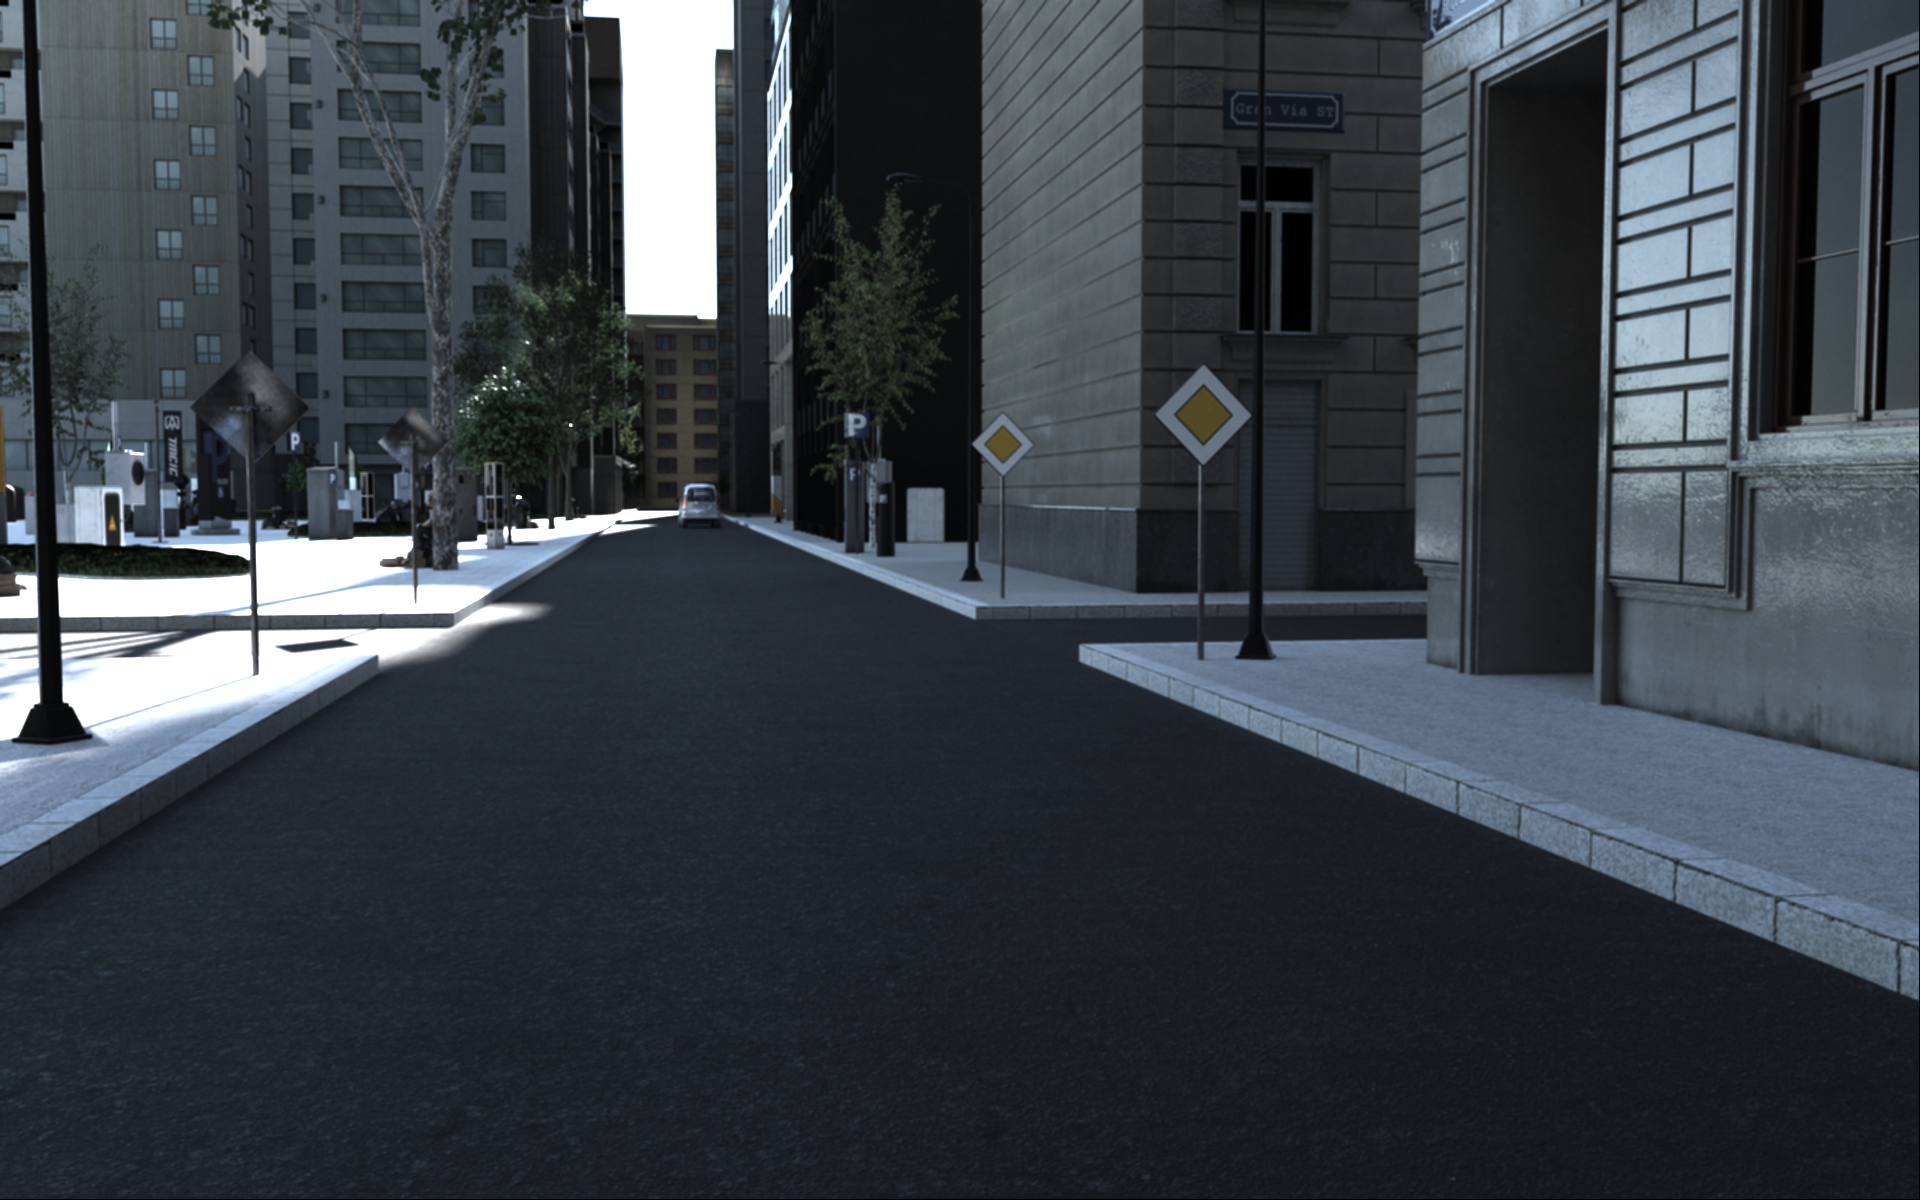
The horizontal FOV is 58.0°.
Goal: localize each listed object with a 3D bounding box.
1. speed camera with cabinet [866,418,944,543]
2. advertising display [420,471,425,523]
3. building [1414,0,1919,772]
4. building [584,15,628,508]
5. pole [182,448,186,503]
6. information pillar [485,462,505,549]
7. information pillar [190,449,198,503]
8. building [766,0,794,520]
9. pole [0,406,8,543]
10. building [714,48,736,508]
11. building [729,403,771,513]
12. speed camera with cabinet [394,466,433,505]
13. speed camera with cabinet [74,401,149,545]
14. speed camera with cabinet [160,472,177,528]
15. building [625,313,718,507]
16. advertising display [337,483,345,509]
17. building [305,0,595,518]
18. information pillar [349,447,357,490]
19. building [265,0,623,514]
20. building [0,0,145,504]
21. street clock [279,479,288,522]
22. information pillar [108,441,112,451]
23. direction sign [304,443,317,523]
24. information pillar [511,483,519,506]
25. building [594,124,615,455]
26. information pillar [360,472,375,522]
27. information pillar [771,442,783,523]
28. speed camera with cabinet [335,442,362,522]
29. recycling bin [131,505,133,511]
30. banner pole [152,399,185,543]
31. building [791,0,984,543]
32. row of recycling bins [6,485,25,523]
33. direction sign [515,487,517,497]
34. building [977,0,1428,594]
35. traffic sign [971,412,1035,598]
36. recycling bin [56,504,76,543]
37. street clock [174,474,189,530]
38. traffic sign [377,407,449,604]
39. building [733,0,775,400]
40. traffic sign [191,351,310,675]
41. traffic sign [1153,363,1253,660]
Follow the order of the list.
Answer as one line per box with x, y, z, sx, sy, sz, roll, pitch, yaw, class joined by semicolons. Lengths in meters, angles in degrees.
-1.435;-3.133;45.558;2.038;3.252;0.660;0;4;-1;speed camera with cabinet
-15.244;-2.686;49.133;0.123;1.923;0.974;-1;4;-17;advertising display
10.063;-10.249;3.731;11.583;22.565;21.152;-1;4;-10;building
-38.248;-31.196;160.159;14.200;45.320;14.600;-1;4;-10;building
-34.699;-5.113;77.435;0.158;3.312;0.155;0;3;0;pole
-10.831;-2.192;40.332;0.304;2.012;0.304;2;4;27;information pillar
-40.063;-6.082;90.796;0.504;3.616;0.183;0;4;-1;information pillar
1.849;-16.841;79.867;19.350;26.468;34.151;-1;4;-10;building
-22.292;-2.839;40.254;0.158;3.312;0.155;0;3;0;pole
-16.061;-29.374;163.862;14.154;41.232;14.086;-1;4;-10;building
-3.510;-48.949;112.989;22.319;86.520;31.000;-1;4;-10;building
-23.400;-4.935;75.020;2.038;3.252;0.660;-2;4;-27;speed camera with cabinet
-17.830;-2.570;36.351;0.660;3.252;2.038;0;4;-1;speed camera with cabinet
-30.644;-4.402;66.304;0.660;3.252;2.038;-3;5;-44;speed camera with cabinet
-39.895;-21.051;189.219;28.899;21.520;27.650;-1;4;-10;building
-32.391;-5.179;89.887;0.974;1.923;0.123;1;4;9;advertising display
-28.686;-20.066;99.788;14.160;30.474;14.107;-1;4;-10;building
-30.036;-5.770;85.696;0.504;3.616;0.183;3;4;37;information pillar
-33.479;-41.428;115.607;20.563;71.187;20.611;-1;4;-10;building
-71.867;-34.119;147.080;27.495;52.752;28.713;-1;4;-10;building
-31.536;-4.660;80.761;0.358;2.002;0.471;-1;4;-21;street clock
-37.415;-5.196;76.303;0.183;3.616;0.504;-3;4;-37;information pillar
-28.844;-5.195;76.938;0.379;3.537;0.876;1;4;14;direction sign
-23.563;-5.334;91.702;0.304;2.012;0.304;1;4;10;information pillar
-34.218;-22.177;134.300;14.160;30.474;14.107;-1;4;-10;building
-19.836;-3.272;57.996;0.304;2.012;0.304;2;4;28;information pillar
-8.224;-5.284;77.752;0.504;3.616;0.183;-3;5;-41;information pillar
-23.630;-4.403;66.332;0.660;3.252;2.038;1;4;11;speed camera with cabinet
-37.212;-4.053;78.814;0.722;1.027;0.722;3;5;41;recycling bin
-20.928;-3.407;45.728;0.863;3.779;0.401;-3;5;-41;banner pole
1.489;-13.717;53.954;12.332;23.373;15.834;-1;4;-10;building
-47.472;-4.875;86.822;1.069;1.692;3.534;-2;4;-26;row of recycling bins
-18.323;-4.862;71.491;0.379;3.537;0.876;1;4;13;direction sign
13.273;-14.178;29.079;25.104;27.353;12.463;-1;4;-10;building
0.519;-1.076;21.228;0.795;2.450;0.064;-1;4;-10;traffic sign
-22.222;-1.858;42.933;0.722;1.027;0.722;3;5;43;recycling bin
-28.135;-3.550;62.609;0.471;2.002;0.358;0;4;-4;street clock
-6.330;-1.006;20.086;0.795;2.450;0.064;-1;4;-10;traffic sign
-8.132;-36.775;143.269;21.231;58.520;28.212;-1;4;-10;building
-4.988;-0.524;12.214;0.795;2.450;0.064;-1;4;-10;traffic sign
1.861;-0.594;13.356;0.795;2.450;0.064;-1;4;-10;traffic sign
